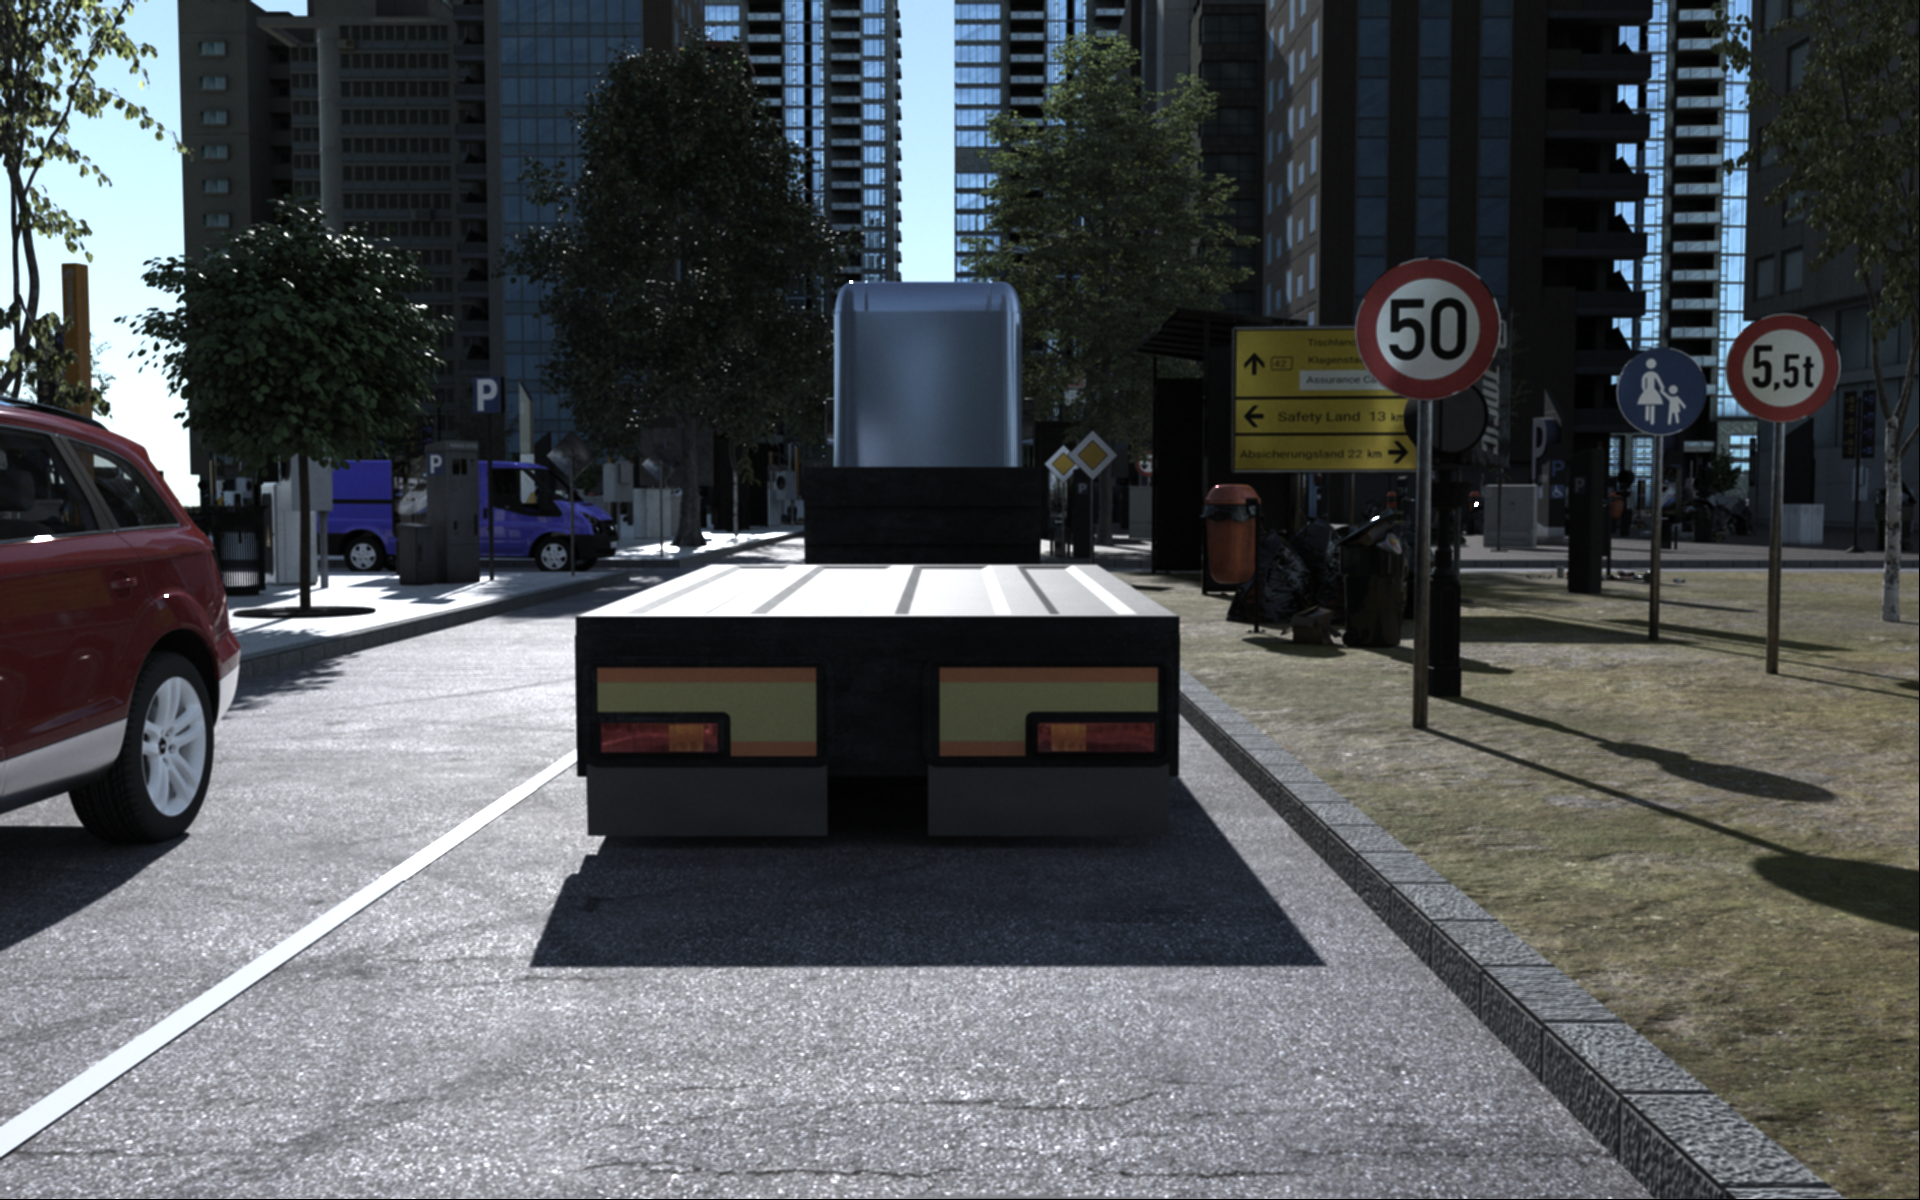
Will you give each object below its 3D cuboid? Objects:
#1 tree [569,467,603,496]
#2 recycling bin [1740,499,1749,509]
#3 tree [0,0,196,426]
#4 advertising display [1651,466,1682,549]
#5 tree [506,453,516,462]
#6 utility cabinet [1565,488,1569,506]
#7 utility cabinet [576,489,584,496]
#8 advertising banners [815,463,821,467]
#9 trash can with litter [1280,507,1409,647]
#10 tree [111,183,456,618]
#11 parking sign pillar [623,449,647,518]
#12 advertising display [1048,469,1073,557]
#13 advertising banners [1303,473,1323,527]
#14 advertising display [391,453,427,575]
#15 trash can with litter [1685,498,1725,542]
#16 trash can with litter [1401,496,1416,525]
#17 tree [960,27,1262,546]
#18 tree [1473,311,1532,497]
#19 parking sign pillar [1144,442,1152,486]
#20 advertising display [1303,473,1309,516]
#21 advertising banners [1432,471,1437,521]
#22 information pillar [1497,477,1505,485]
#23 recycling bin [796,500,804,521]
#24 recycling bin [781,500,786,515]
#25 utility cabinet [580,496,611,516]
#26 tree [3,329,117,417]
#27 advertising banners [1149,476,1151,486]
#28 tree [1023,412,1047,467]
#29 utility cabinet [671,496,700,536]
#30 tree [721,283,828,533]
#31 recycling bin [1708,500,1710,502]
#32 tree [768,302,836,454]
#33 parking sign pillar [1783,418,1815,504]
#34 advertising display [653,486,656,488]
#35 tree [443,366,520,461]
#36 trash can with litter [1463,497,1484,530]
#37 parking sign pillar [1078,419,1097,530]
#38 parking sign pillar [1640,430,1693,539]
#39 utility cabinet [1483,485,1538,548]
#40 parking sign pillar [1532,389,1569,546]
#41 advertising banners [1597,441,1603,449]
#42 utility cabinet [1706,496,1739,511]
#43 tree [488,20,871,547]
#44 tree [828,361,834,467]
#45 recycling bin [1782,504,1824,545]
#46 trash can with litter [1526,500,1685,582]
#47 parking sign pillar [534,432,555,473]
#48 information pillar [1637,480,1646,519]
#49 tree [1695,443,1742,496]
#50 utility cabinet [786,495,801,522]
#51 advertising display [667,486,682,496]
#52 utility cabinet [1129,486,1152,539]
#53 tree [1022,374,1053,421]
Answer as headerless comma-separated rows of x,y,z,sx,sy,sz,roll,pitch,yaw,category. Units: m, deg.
-19.589,-5.847,90.196,1.663,3.219,1.824,0,3,0,tree
41.656,-4.881,92.359,0.722,1.027,0.722,3,5,43,recycling bin
-6.995,-3.774,12.061,4.360,8.622,3.978,0,3,0,tree
16.495,-2.157,40.488,0.123,1.923,0.974,-1,4,-12,advertising display
-20.978,-5.291,81.117,1.663,3.219,1.824,0,3,0,tree
20.402,-3.096,59.304,1.173,1.500,0.318,0,4,-6,utility cabinet
-17.653,-4.329,79.465,0.318,1.500,1.173,-3,4,-39,utility cabinet
-7.335,-6.107,96.043,2.074,3.025,0.090,3,5,44,advertising banners
3.257,-0.202,14.682,1.055,1.170,0.624,2,4,26,trash can with litter
-7.114,-2.125,18.451,4.285,4.588,4.351,0,3,0,tree
-16.590,-6.149,89.000,1.447,3.967,1.447,1,4,22,parking sign pillar
2.065,-1.865,35.715,0.123,1.923,0.974,-1,4,-21,advertising display
8.936,-3.010,45.398,0.090,3.025,2.074,-2,4,-27,advertising banners
-8.480,-1.355,27.371,0.974,1.923,0.123,0,4,4,advertising display
19.916,-2.131,46.234,1.055,1.170,0.624,-2,4,-35,trash can with litter
12.949,-2.465,51.361,2.233,1.210,1.678,0,4,7,trash can with litter
3.585,-7.658,43.337,7.486,12.596,7.792,0,3,0,tree
20.043,-7.114,66.674,4.737,8.622,4.395,0,3,0,tree
9.828,-6.123,88.591,1.447,3.967,1.447,-1,4,-10,parking sign pillar
10.364,-2.912,52.825,0.123,1.923,0.974,-1,4,-15,advertising display
17.074,-4.024,61.975,0.090,3.025,2.074,0,4,5,advertising banners
22.764,-4.187,72.956,0.304,2.012,0.304,1,4,20,information pillar
-6.525,-3.749,73.851,0.722,1.027,0.722,2,4,30,recycling bin
-8.187,-3.983,77.680,0.722,1.027,0.722,-1,4,-13,recycling bin
-10.973,-2.488,51.841,1.020,1.237,0.306,1,4,14,utility cabinet
-36.761,-7.367,70.812,4.737,8.622,4.395,0,3,0,tree
7.490,-4.524,70.155,0.090,3.025,2.074,1,4,22,advertising banners
2.921,-5.055,66.362,4.285,4.588,4.351,0,3,0,tree
-8.445,-2.540,52.699,1.020,1.237,0.306,-2,4,-27,utility cabinet
-7.064,-6.473,56.204,4.737,8.622,4.395,0,3,0,tree
30.977,-3.644,72.133,0.722,1.027,0.722,0,4,-6,recycling bin
-6.477,-11.799,103.291,12.009,13.543,11.850,0,3,0,tree
29.699,-4.478,61.681,1.447,3.967,1.447,-3,5,-43,parking sign pillar
-17.673,-5.809,100.190,0.123,1.923,0.974,-1,4,-16,advertising display
-27.779,-9.174,100.353,4.360,8.622,3.978,0,3,0,tree
18.695,-3.128,62.538,1.055,1.170,0.624,-3,5,-40,trash can with litter
4.203,-4.509,62.198,1.447,3.967,1.447,-2,4,-28,parking sign pillar
20.506,-3.773,50.165,1.447,3.967,1.447,0,4,3,parking sign pillar
13.040,-1.979,41.042,1.173,1.500,0.318,3,4,36,utility cabinet
14.883,-3.381,43.747,1.447,3.967,1.447,0,4,0,parking sign pillar
21.053,-3.763,57.713,0.090,3.025,2.074,0,4,4,advertising banners
26.417,-2.981,59.903,1.020,1.237,0.306,-1,4,-18,utility cabinet
-6.694,-7.677,42.527,9.611,12.733,9.660,0,3,0,tree
-6.488,-7.946,80.284,4.737,8.622,4.395,0,3,0,tree
21.301,-1.912,43.820,0.722,1.027,0.722,-1,4,-12,recycling bin
9.754,-0.909,25.916,1.678,1.210,2.233,-2,4,-28,trash can with litter
-18.243,-5.309,75.274,1.447,3.967,1.447,2,4,24,parking sign pillar
35.184,-5.196,89.448,0.304,2.012,0.304,-1,4,-20,information pillar
28.766,-4.347,65.681,1.663,3.219,1.824,0,3,0,tree
-7.934,-4.272,81.012,1.020,1.237,0.306,0,4,1,utility cabinet
-13.904,-4.897,85.275,0.974,1.923,0.123,1,4,17,advertising display
5.351,-2.456,48.837,1.173,1.500,0.318,3,4,36,utility cabinet
3.491,-9.464,105.105,4.737,8.622,4.395,0,3,0,tree
